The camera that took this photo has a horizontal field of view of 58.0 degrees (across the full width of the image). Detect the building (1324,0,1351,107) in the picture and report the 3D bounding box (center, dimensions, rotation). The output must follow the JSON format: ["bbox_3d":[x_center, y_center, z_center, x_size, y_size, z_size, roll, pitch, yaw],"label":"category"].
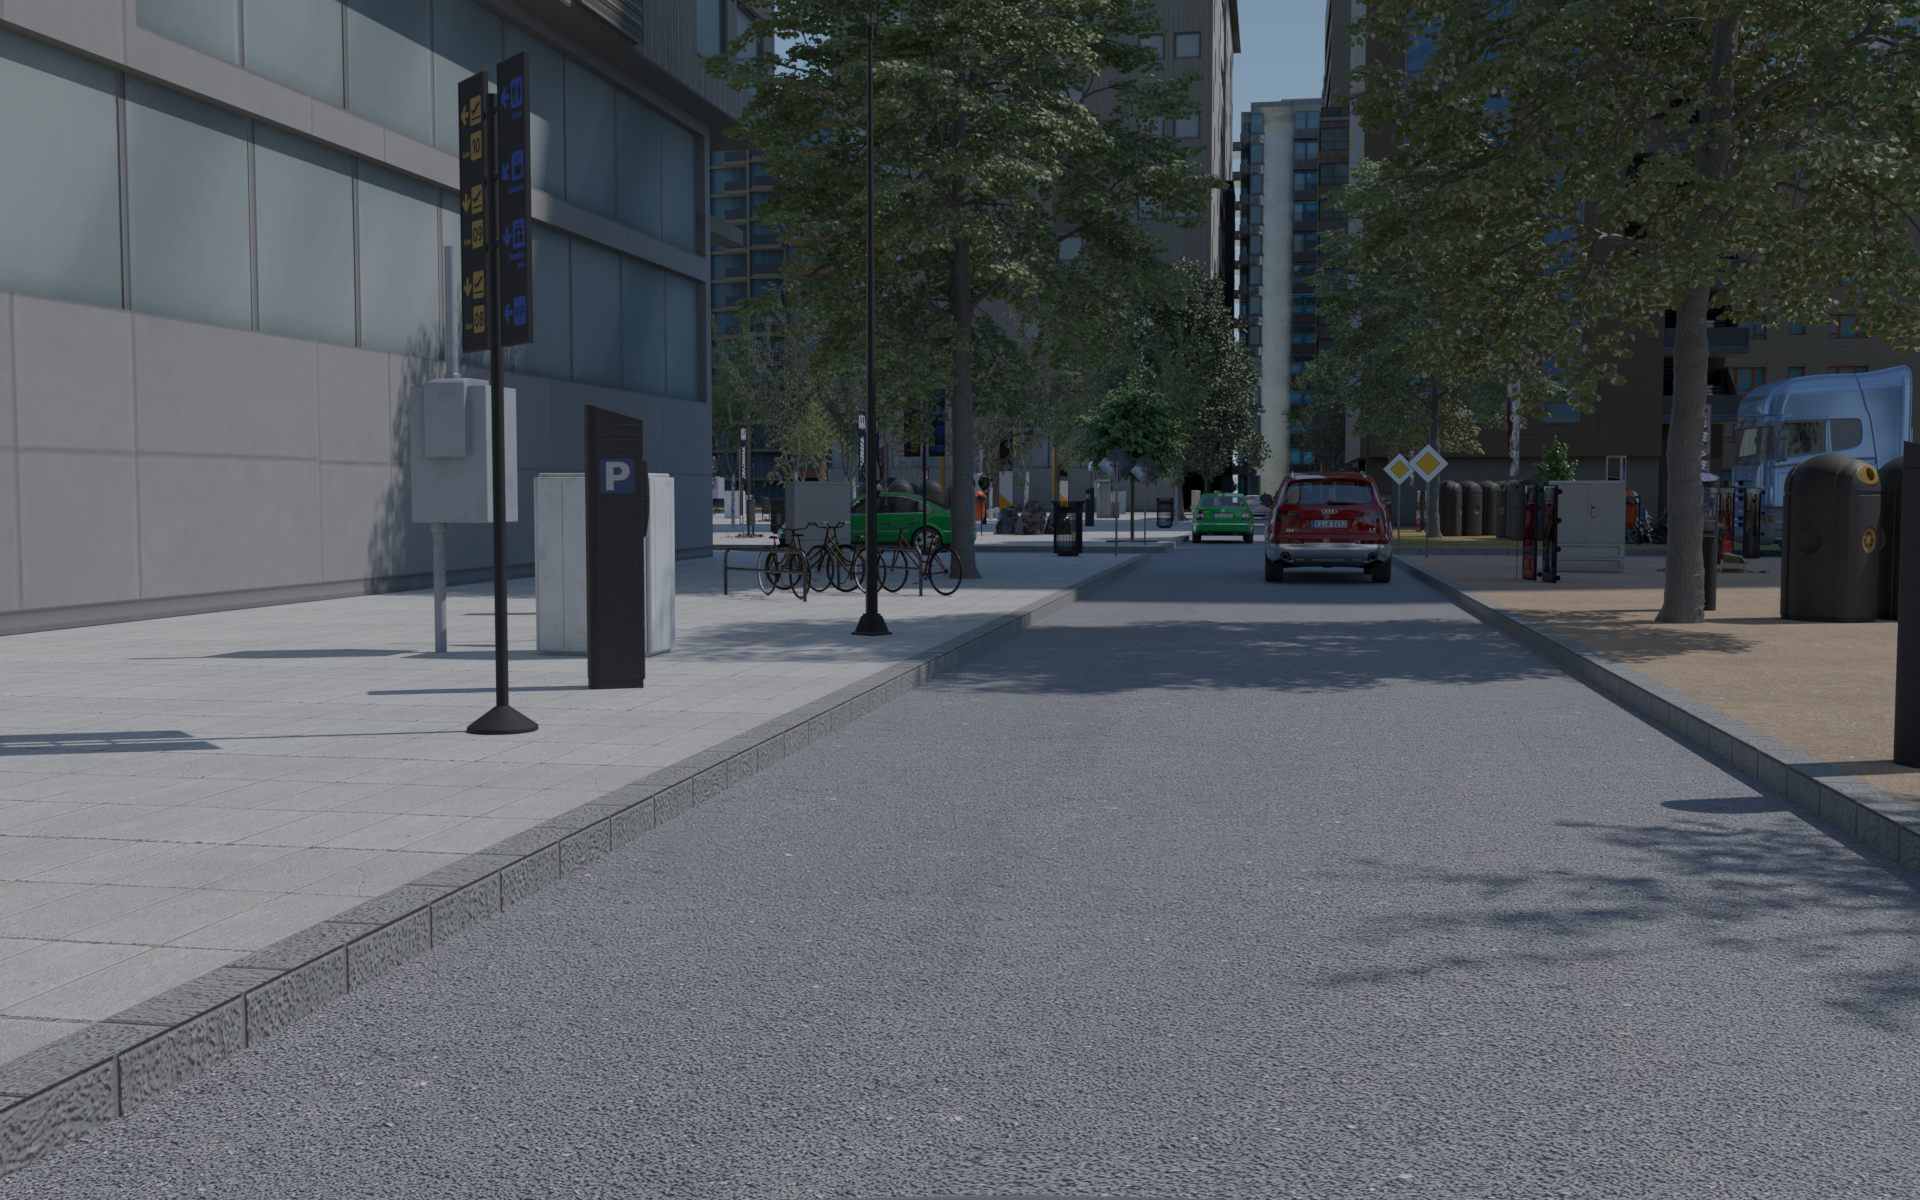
[{"bbox_3d":[42.027,-32.040,147.563,21.300,48.544,21.600,1,4,10],"label":"building"}]

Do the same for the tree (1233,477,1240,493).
[{"bbox_3d":[25.543,-10.344,163.718,1.663,3.219,1.824,0,3,0],"label":"tree"}]

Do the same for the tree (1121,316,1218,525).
[{"bbox_3d":[8.659,-7.369,70.849,4.737,8.622,4.395,0,3,0],"label":"tree"}]

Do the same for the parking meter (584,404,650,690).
[{"bbox_3d":[-2.267,-0.352,11.467,0.399,1.863,0.255,-1,4,-18],"label":"parking meter"}]

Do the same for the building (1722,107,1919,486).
[{"bbox_3d":[38.271,-15.549,99.267,27.650,21.520,28.899,1,4,10],"label":"building"}]

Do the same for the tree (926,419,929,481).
[{"bbox_3d":[-3.085,-8.783,93.963,4.360,8.622,3.978,0,3,0],"label":"tree"}]

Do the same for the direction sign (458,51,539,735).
[{"bbox_3d":[-2.481,-1.058,9.293,0.379,3.537,0.876,-3,4,-38],"label":"direction sign"}]

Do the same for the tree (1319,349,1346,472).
[{"bbox_3d":[26.376,-11.960,121.303,9.928,11.665,9.643,0,3,0],"label":"tree"}]

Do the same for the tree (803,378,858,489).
[{"bbox_3d":[-8.783,-8.975,97.097,4.737,8.622,4.395,0,3,0],"label":"tree"}]

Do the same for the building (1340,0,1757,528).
[{"bbox_3d":[23.459,-25.757,71.245,14.600,45.320,14.200,1,4,10],"label":"building"}]

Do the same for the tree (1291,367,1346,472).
[{"bbox_3d":[21.438,-9.102,99.177,4.360,8.622,3.978,0,3,0],"label":"tree"}]

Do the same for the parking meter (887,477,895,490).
[{"bbox_3d":[-2.458,-3.369,60.801,0.255,1.863,0.399,-2,4,-29],"label":"parking meter"}]

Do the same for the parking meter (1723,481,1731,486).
[{"bbox_3d":[33.296,-4.244,75.108,0.399,1.863,0.255,-2,4,-33],"label":"parking meter"}]

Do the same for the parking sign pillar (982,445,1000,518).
[{"bbox_3d":[1.636,-6.317,91.761,1.447,3.967,1.447,-2,4,-33],"label":"parking sign pillar"}]

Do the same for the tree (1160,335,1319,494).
[{"bbox_3d":[15.969,-11.406,112.244,9.928,11.665,9.643,0,3,0],"label":"tree"}]

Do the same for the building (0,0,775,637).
[{"bbox_3d":[-19.067,-26.656,25.060,27.495,52.752,28.713,1,4,10],"label":"building"}]

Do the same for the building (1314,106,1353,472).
[{"bbox_3d":[34.132,-22.002,131.432,14.160,30.474,14.107,1,4,10],"label":"building"}]

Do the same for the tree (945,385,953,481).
[{"bbox_3d":[1.425,-8.249,85.232,4.360,8.622,3.978,0,3,0],"label":"tree"}]

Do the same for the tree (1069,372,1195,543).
[{"bbox_3d":[4.699,-3.826,46.264,4.285,4.588,4.351,0,3,0],"label":"tree"}]

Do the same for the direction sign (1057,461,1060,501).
[{"bbox_3d":[6.468,-7.482,114.325,0.379,3.537,0.876,-2,4,-30],"label":"direction sign"}]

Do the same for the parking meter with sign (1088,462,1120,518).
[{"bbox_3d":[7.616,-5.824,91.482,1.738,3.016,0.543,-2,4,-29],"label":"parking meter with sign"}]

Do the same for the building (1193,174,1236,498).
[{"bbox_3d":[17.154,-23.390,154.121,14.160,30.474,14.107,1,4,10],"label":"building"}]

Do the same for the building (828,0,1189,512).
[{"bbox_3d":[6.324,-33.269,133.188,28.713,52.752,27.495,1,4,10],"label":"building"}]

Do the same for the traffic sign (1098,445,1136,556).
[{"bbox_3d":[3.226,-1.958,35.657,0.795,2.450,0.064,1,4,10],"label":"traffic sign"}]

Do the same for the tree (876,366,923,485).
[{"bbox_3d":[-4.579,-7.473,72.548,4.360,8.622,3.978,0,3,0],"label":"tree"}]

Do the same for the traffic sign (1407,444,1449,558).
[{"bbox_3d":[9.317,-1.889,34.534,0.795,2.450,0.064,1,4,10],"label":"traffic sign"}]

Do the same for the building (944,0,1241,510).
[{"bbox_3d":[14.808,-36.139,180.118,27.495,52.752,28.713,1,4,10],"label":"building"}]

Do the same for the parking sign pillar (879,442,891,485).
[{"bbox_3d":[-4.262,-6.249,90.642,1.447,3.967,1.447,1,4,23],"label":"parking sign pillar"}]

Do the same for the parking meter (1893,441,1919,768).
[{"bbox_3d":[4.630,0.016,8.157,0.372,1.533,0.369,0,3,0],"label":"parking meter"}]

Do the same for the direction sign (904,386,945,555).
[{"bbox_3d":[-0.742,-2.706,36.235,0.876,3.537,0.379,1,4,12],"label":"direction sign"}]

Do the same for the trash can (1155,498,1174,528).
[{"bbox_3d":[7.678,-3.259,64.940,0.748,1.137,0.748,0,3,0],"label":"trash can"}]

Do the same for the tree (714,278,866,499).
[{"bbox_3d":[-5.777,-6.598,58.237,4.360,8.622,3.978,0,3,0],"label":"tree"}]

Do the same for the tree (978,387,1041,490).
[{"bbox_3d":[3.230,-10.228,117.595,4.737,8.622,4.395,0,3,0],"label":"tree"}]

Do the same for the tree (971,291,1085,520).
[{"bbox_3d":[2.232,-6.620,58.605,4.360,8.622,3.978,0,3,0],"label":"tree"}]

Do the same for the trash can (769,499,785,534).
[{"bbox_3d":[-5.783,-2.687,55.582,0.748,1.137,0.748,0,3,0],"label":"trash can"}]

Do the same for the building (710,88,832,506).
[{"bbox_3d":[-12.307,-32.669,188.754,28.867,44.769,22.147,1,4,10],"label":"building"}]

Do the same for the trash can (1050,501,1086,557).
[{"bbox_3d":[2.228,-1.471,35.708,0.748,1.137,0.748,0,3,0],"label":"trash can"}]

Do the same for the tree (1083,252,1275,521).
[{"bbox_3d":[10.314,-10.122,82.496,9.611,12.733,9.660,0,3,0],"label":"tree"}]

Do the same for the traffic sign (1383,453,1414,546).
[{"bbox_3d":[10.745,-2.370,42.391,0.795,2.450,0.064,1,4,10],"label":"traffic sign"}]

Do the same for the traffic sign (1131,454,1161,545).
[{"bbox_3d":[4.653,-2.439,43.514,0.795,2.450,0.064,1,4,10],"label":"traffic sign"}]

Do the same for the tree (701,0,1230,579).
[{"bbox_3d":[0.064,-6.573,25.596,7.486,12.596,7.792,0,3,0],"label":"tree"}]

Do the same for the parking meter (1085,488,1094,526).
[{"bbox_3d":[5.150,-3.694,68.814,0.372,1.533,0.369,0,3,0],"label":"parking meter"}]

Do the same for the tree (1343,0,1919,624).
[{"bbox_3d":[7.635,-6.037,16.831,7.486,12.596,7.792,0,3,0],"label":"tree"}]

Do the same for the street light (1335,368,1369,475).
[{"bbox_3d":[14.374,-5.556,63.382,1.470,5.913,1.316,1,4,10],"label":"street light"}]

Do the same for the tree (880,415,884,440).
[{"bbox_3d":[-7.011,-9.880,111.902,4.737,8.622,4.395,0,3,0],"label":"tree"}]

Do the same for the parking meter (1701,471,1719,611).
[{"bbox_3d":[8.171,-0.656,19.139,0.372,1.533,0.369,0,3,0],"label":"parking meter"}]

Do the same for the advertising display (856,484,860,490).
[{"bbox_3d":[-6.463,-6.784,116.125,0.974,1.923,0.123,0,4,8],"label":"advertising display"}]

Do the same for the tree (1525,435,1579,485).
[{"bbox_3d":[19.196,-3.768,56.202,1.663,3.219,1.824,0,3,0],"label":"tree"}]

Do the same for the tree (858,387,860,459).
[{"bbox_3d":[-8.427,-9.316,102.673,4.737,8.622,4.395,0,3,0],"label":"tree"}]

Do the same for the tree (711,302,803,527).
[{"bbox_3d":[-8.760,-7.114,66.679,4.737,8.622,4.395,0,3,0],"label":"tree"}]

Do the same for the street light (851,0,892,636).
[{"bbox_3d":[-0.274,-2.630,15.535,1.470,5.913,1.316,1,4,10],"label":"street light"}]

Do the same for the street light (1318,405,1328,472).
[{"bbox_3d":[19.190,-7.160,89.611,1.470,5.913,1.316,1,4,10],"label":"street light"}]
